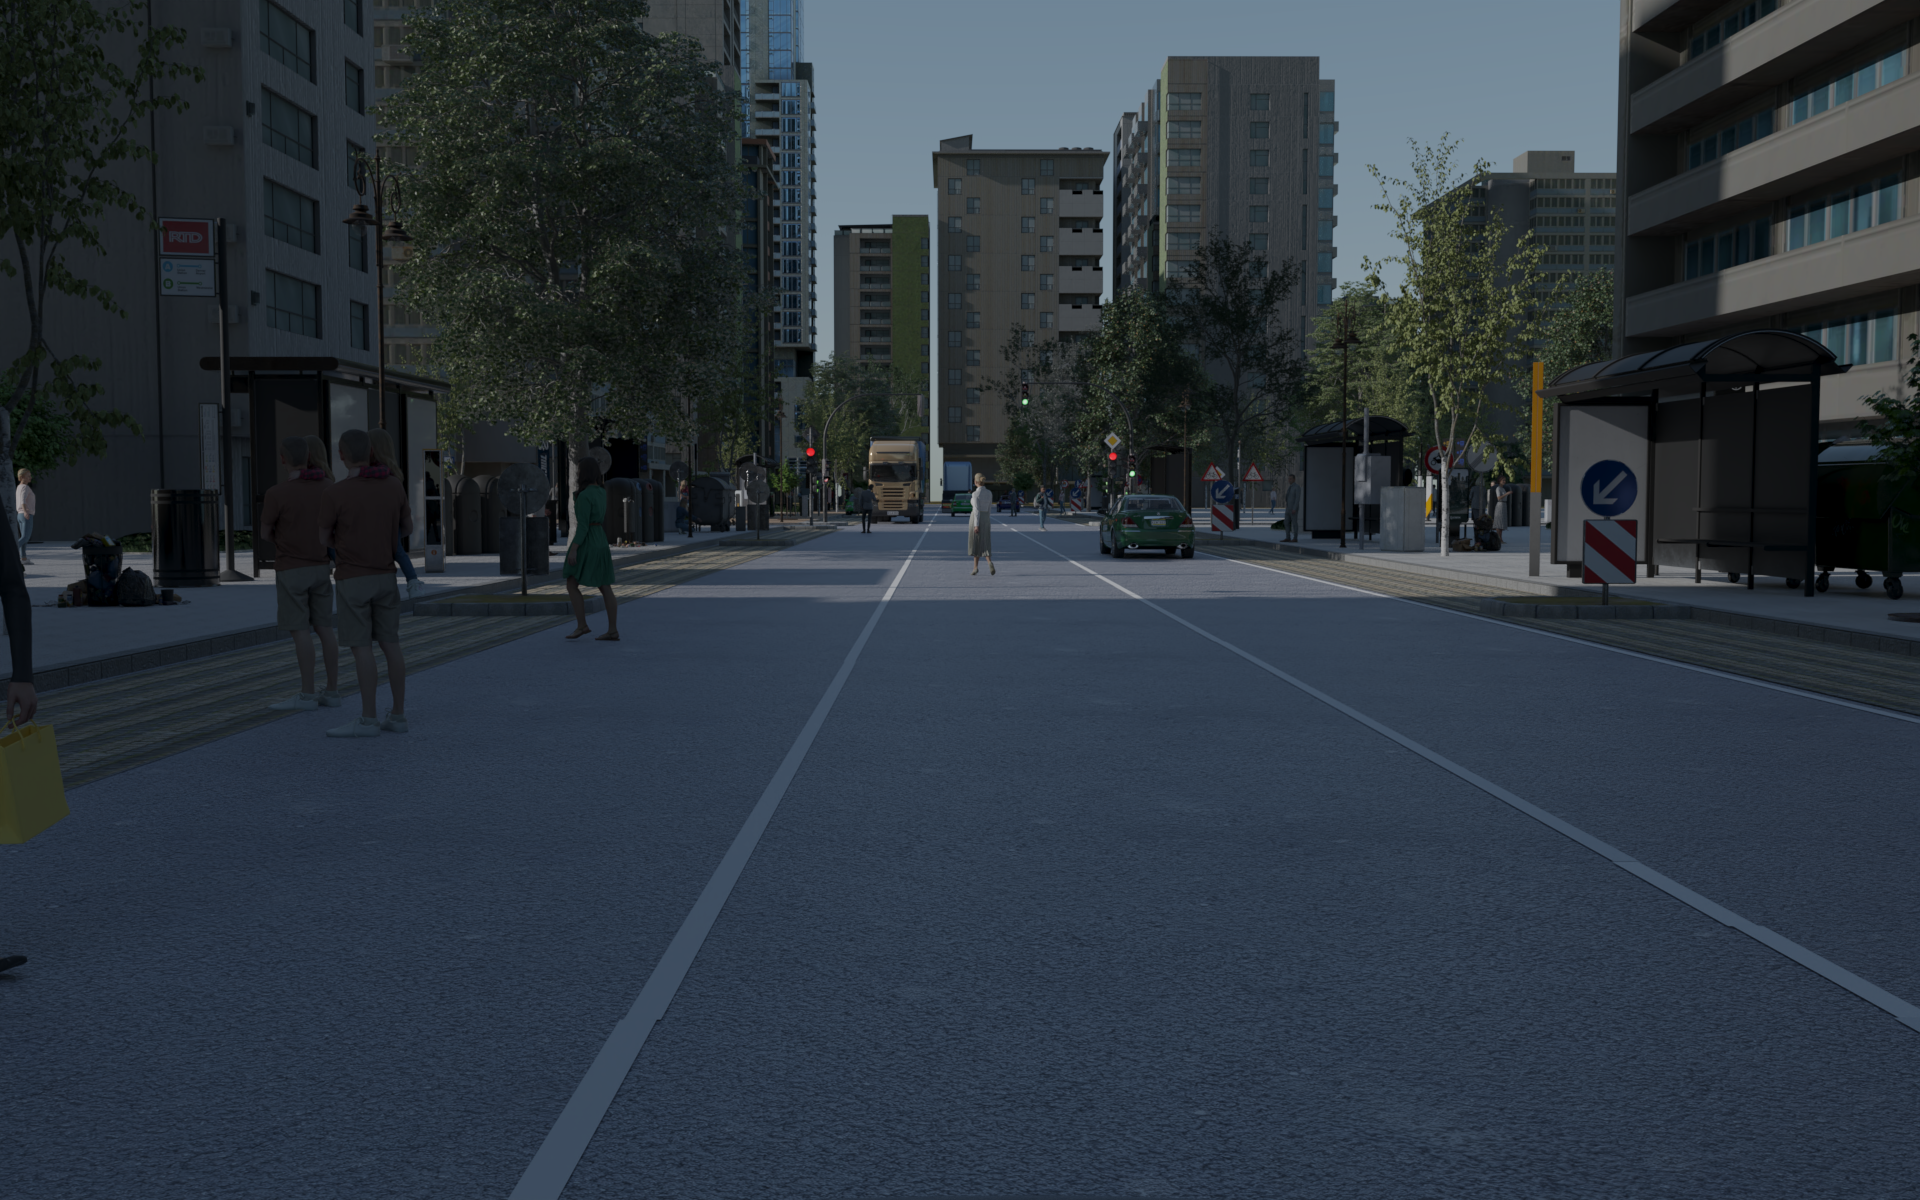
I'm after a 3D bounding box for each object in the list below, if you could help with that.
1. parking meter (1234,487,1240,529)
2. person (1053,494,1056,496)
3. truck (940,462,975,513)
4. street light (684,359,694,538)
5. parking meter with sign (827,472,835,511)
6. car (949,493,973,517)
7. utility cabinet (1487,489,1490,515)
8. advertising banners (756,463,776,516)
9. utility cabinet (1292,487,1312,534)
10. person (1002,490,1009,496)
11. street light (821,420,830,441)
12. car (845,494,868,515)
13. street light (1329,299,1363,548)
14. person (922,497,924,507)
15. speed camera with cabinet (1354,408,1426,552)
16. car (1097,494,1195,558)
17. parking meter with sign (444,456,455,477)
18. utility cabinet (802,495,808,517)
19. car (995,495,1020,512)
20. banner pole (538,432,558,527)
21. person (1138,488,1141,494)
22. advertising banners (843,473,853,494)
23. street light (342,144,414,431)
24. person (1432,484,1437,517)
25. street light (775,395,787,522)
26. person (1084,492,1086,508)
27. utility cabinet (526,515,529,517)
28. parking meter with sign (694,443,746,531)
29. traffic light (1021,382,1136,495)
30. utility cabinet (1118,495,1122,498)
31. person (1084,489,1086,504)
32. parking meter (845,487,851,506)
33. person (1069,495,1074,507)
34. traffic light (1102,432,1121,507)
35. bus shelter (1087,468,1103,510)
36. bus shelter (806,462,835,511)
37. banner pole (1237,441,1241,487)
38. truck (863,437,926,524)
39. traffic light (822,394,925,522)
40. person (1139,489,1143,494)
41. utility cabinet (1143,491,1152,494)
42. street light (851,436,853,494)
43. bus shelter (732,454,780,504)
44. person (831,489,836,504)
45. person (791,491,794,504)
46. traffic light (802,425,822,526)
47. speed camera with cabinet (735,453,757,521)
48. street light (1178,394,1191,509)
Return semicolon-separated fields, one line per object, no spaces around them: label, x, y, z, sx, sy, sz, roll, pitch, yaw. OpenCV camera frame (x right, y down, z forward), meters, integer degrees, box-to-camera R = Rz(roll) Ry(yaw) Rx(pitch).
parking meter;10.046;-3.362;63.381;0.372;1.533;0.369;0;3;0
person;9.371;-10.583;179.080;1.348;1.823;0.705;-1;4;-23
truck;-0.195;-9.108;138.674;2.967;4.110;18.799;0;3;0
street light;-7.961;-4.781;50.959;0.468;5.910;1.993;0;4;0
parking meter with sign;-10.632;-8.483;134.961;1.738;3.016;0.543;0;4;4
car;0.310;-6.217;110.449;1.959;1.807;4.718;0;4;0
utility cabinet;25.073;-4.378;80.266;1.173;1.500;0.318;3;4;36
advertising banners;-11.216;-6.298;99.161;0.090;3.025;2.074;2;4;32
utility cabinet;11.181;-2.842;55.151;1.173;1.500;0.318;2;4;30
person;4.542;-9.999;172.128;1.348;1.807;0.705;2;4;28
street light;-8.360;-8.257;107.793;0.468;5.910;1.993;0;4;0
car;-6.254;-6.133;109.071;1.959;1.807;4.718;0;4;-1
street light;9.166;-4.189;41.279;0.468;5.910;1.993;0;4;0
person;-4.257;-11.562;197.551;0.705;1.823;1.348;3;5;41
speed camera with cabinet;9.726;-2.743;39.186;0.660;3.252;2.038;-1;4;-20
car;4.303;-1.734;40.146;2.131;1.459;4.920;0;4;-1
parking meter with sign;-23.480;-5.093;79.528;0.543;3.016;1.738;-1;4;-15
utility cabinet;-8.552;-5.152;95.399;0.306;1.237;1.020;0;4;-4
car;3.788;-7.578;136.487;1.945;1.354;3.894;0;4;-1
banner pole;-16.064;-4.742;67.548;0.863;3.779;0.401;0;4;-2
person;15.573;-8.914;151.754;0.822;1.834;0.622;-1;4;-21
advertising banners;-8.832;-8.987;143.123;2.074;3.025;0.090;2;4;31
street light;-7.796;-3.093;23.354;0.468;5.910;1.993;0;4;0
person;27.023;-5.670;98.588;0.661;1.843;0.795;-1;4;-15
street light;-8.159;-6.504;79.121;0.468;5.910;1.993;0;4;0
person;11.404;-9.101;155.381;0.617;1.759;0.750;1;4;16
utility cabinet;-11.519;-2.325;46.693;0.318;1.500;1.173;0;4;-2
parking meter with sign;-8.289;-3.891;59.877;1.738;3.016;0.543;-1;4;-9
traffic light;4.845;-5.851;70.324;4.771;5.953;1.251;0;4;0
utility cabinet;11.358;-6.648;119.854;1.020;1.237;0.306;-3;5;-44
person;14.043;-11.427;192.968;1.348;1.812;0.705;-3;5;-40
parking meter;-8.581;-7.774;132.809;0.399;1.863;0.255;3;5;44
person;11.456;-10.439;177.382;0.551;1.740;0.621;-3;5;-42
traffic light;6.880;-5.477;78.465;0.839;4.253;0.868;0;4;0
bus shelter;11.083;-8.770;137.320;2.014;3.302;5.546;0;4;-1
bus shelter;-10.328;-8.386;128.396;1.731;3.624;6.357;0;4;0
banner pole;13.120;-5.596;81.507;0.401;3.779;0.863;0;3;0
truck;-3.105;-5.976;86.628;2.839;4.237;11.283;0;4;1
traffic light;-3.989;-6.345;78.408;4.771;5.953;1.251;0;4;0
person;16.999;-9.564;163.215;0.445;1.727;0.742;2;4;33
utility cabinet;11.889;-6.062;107.785;0.318;1.500;1.173;-2;4;-34
street light;-8.465;-9.946;135.398;0.468;5.910;1.993;0;4;0
bus shelter;-10.651;-5.933;90.926;2.014;3.302;5.546;0;4;-1
person;-13.474;-10.785;182.309;1.348;1.831;0.705;1;4;17
person;-19.509;-11.884;201.819;0.593;1.643;0.415;2;4;30
traffic light;-6.025;-4.982;70.374;0.839;4.253;0.868;0;4;0
speed camera with cabinet;-10.312;-5.475;83.847;0.660;3.252;2.038;-2;4;-25
street light;9.060;-5.922;69.612;0.468;5.910;1.993;0;4;0
